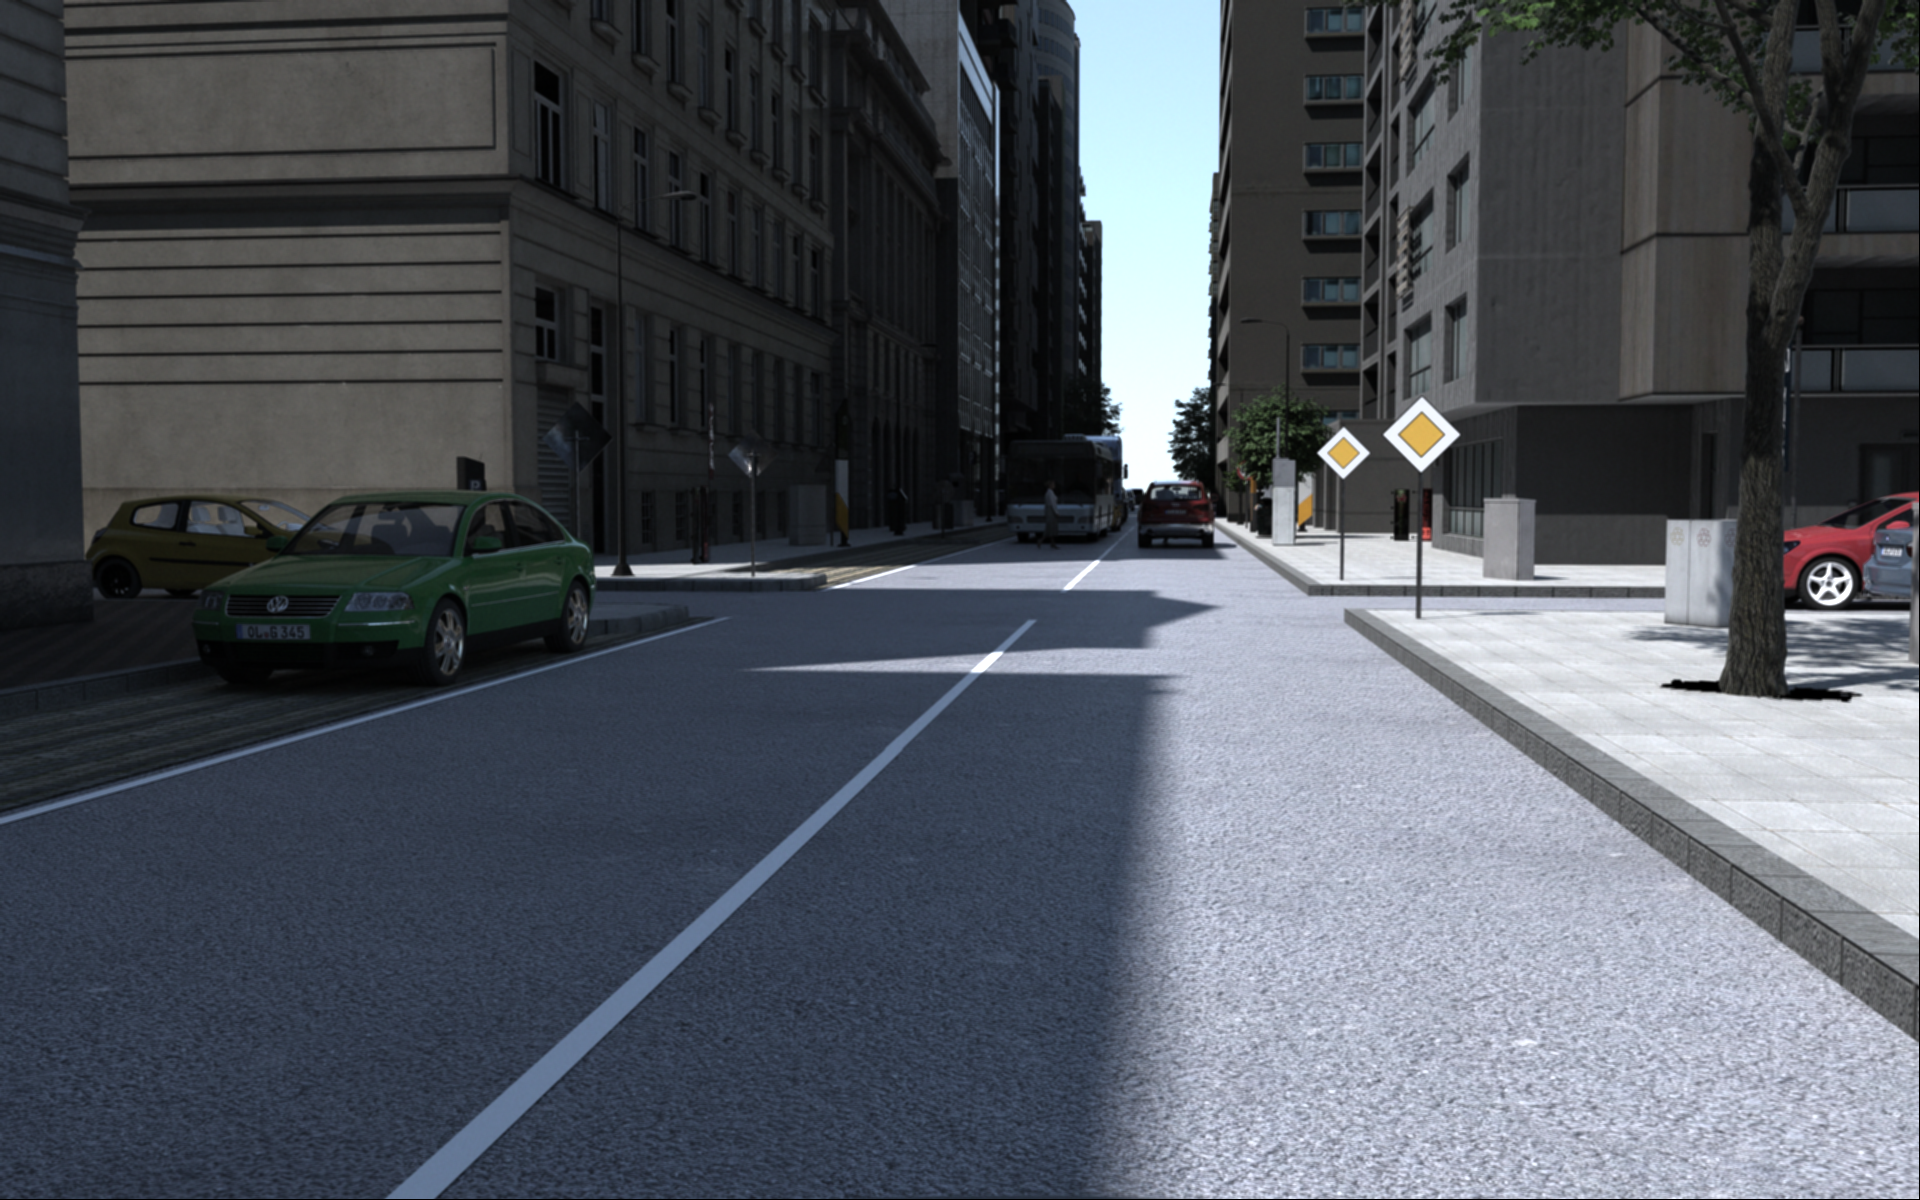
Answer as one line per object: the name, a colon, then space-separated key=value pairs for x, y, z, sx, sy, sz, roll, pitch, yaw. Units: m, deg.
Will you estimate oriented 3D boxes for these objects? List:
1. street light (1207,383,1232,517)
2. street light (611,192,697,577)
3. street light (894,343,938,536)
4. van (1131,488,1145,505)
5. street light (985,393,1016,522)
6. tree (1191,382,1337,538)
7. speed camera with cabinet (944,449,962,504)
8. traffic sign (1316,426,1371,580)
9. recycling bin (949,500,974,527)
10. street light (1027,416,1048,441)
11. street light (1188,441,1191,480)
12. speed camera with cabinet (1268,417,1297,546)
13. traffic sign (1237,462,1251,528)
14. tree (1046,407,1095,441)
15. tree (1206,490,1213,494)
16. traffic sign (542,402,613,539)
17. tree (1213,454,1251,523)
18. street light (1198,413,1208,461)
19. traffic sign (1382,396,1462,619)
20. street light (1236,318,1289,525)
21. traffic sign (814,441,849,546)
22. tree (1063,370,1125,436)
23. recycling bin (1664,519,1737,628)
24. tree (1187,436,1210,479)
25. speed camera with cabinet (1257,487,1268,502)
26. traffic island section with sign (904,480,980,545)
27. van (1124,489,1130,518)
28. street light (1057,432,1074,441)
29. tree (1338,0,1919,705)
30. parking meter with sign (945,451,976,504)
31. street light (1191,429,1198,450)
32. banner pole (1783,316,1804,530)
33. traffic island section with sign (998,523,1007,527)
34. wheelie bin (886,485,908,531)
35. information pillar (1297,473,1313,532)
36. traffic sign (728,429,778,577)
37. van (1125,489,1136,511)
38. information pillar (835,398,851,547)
street light: x=11.215 y=-6.109 z=72.430 sx=1.470 sy=5.913 sz=1.316 roll=0 pitch=4 yaw=7
street light: x=-4.734 y=-3.320 z=26.816 sx=1.470 sy=5.913 sz=1.316 roll=0 pitch=4 yaw=7
street light: x=-1.366 y=-4.951 z=53.495 sx=1.470 sy=5.913 sz=1.316 roll=0 pitch=4 yaw=7
van: x=18.934 y=-11.175 z=187.099 sx=2.240 sy=2.365 sz=5.245 roll=0 pitch=4 yaw=8
street light: x=1.883 y=-6.577 z=80.081 sx=1.470 sy=5.913 sz=1.316 roll=0 pitch=4 yaw=7
tree: x=9.324 y=-4.095 z=50.670 sx=4.285 sy=4.588 sz=4.351 roll=0 pitch=3 yaw=0
speed camera with cabinet: x=-0.336 y=-5.020 z=76.415 sx=0.660 sy=3.252 sz=2.038 roll=0 pitch=4 yaw=-7
traffic sign: x=5.674 y=-1.348 z=25.688 sx=0.795 sy=2.450 sz=0.064 roll=0 pitch=4 yaw=7
recycling bin: x=0.061 y=-3.442 z=68.835 sx=0.722 sy=1.027 sz=0.722 roll=3 pitch=5 yaw=40
street light: x=4.539 y=-8.001 z=103.360 sx=1.470 sy=5.913 sz=1.316 roll=0 pitch=4 yaw=7
street light: x=20.527 y=-10.809 z=149.276 sx=1.470 sy=5.913 sz=1.316 roll=0 pitch=4 yaw=7
speed camera with cabinet: x=8.235 y=-3.031 z=43.885 sx=0.660 sy=3.252 sz=2.038 roll=1 pitch=4 yaw=11
traffic sign: x=10.721 y=-3.951 z=64.700 sx=0.768 sy=2.556 sz=0.104 roll=1 pitch=4 yaw=11
tree: x=9.406 y=-11.981 z=146.243 sx=4.737 sy=8.622 sz=4.395 roll=0 pitch=3 yaw=0
tree: x=20.504 y=-8.739 z=137.483 sx=1.663 sy=3.219 sz=1.824 roll=0 pitch=3 yaw=0
traffic sign: x=-4.162 y=-0.930 z=18.851 sx=0.795 sy=2.450 sz=0.064 roll=0 pitch=4 yaw=7
tree: x=12.628 y=-5.130 z=78.471 sx=1.663 sy=3.219 sz=1.824 roll=0 pitch=3 yaw=0
street light: x=14.491 y=-7.735 z=99.012 sx=1.470 sy=5.913 sz=1.316 roll=0 pitch=4 yaw=7
traffic sign: x=4.715 y=-0.863 z=17.760 sx=0.795 sy=2.450 sz=0.064 roll=0 pitch=4 yaw=7
street light: x=8.100 y=-4.482 z=45.828 sx=1.470 sy=5.913 sz=1.316 roll=0 pitch=4 yaw=7
traffic sign: x=-3.159 y=-2.608 z=42.640 sx=0.884 sy=2.594 sz=0.081 roll=1 pitch=4 yaw=10
tree: x=12.108 y=-16.603 z=178.111 sx=9.857 sy=13.997 sz=8.962 roll=0 pitch=3 yaw=0
recycling bin: x=7.428 y=-0.269 z=16.951 sx=0.722 sy=1.027 sz=0.722 roll=-1 pitch=4 yaw=-19
tree: x=29.133 y=-15.898 z=210.286 sx=4.737 sy=8.622 sz=4.395 roll=0 pitch=3 yaw=0
speed camera with cabinet: x=11.290 y=-4.225 z=63.414 sx=0.660 sy=3.252 sz=2.038 roll=-1 pitch=4 yaw=-8
traffic island section with sign: x=-0.476 y=-2.504 z=49.574 sx=1.989 sy=1.847 sz=2.006 roll=0 pitch=4 yaw=7
van: x=9.289 y=-5.968 z=104.590 sx=2.013 sy=2.044 sz=4.112 roll=0 pitch=4 yaw=7
street light: x=7.866 y=-9.627 z=129.936 sx=1.470 sy=5.913 sz=1.316 roll=0 pitch=4 yaw=7
tree: x=5.282 y=-5.198 z=10.750 sx=9.928 sy=11.665 sz=9.643 roll=0 pitch=3 yaw=0
parking meter with sign: x=-0.236 y=-4.529 z=70.307 sx=1.738 sy=3.016 sz=0.543 roll=-2 pitch=4 yaw=-27
street light: x=17.277 y=-9.183 z=122.690 sx=1.470 sy=5.913 sz=1.316 roll=0 pitch=4 yaw=7
banner pole: x=11.774 y=-2.120 z=24.681 sx=0.401 sy=3.779 sz=0.863 roll=0 pitch=4 yaw=-5
traffic island section with sign: x=2.764 y=-4.141 z=76.335 sx=1.989 sy=1.847 sz=2.006 roll=0 pitch=4 yaw=7
wheelie bin: x=-2.168 y=-3.167 z=59.691 sx=0.693 sy=1.594 sz=0.980 roll=0 pitch=4 yaw=4
information pillar: x=11.680 y=-4.113 z=58.595 sx=0.504 sy=3.616 sz=0.183 roll=1 pitch=4 yaw=18
traffic sign: x=-3.203 y=-1.415 z=26.779 sx=0.795 sy=2.450 sz=0.064 roll=0 pitch=4 yaw=7
van: x=14.116 y=-8.655 z=148.526 sx=2.013 sy=2.044 sz=4.112 roll=0 pitch=4 yaw=7
information pillar: x=-2.859 y=-3.098 z=42.005 sx=0.183 sy=3.616 sz=0.504 roll=2 pitch=4 yaw=27
